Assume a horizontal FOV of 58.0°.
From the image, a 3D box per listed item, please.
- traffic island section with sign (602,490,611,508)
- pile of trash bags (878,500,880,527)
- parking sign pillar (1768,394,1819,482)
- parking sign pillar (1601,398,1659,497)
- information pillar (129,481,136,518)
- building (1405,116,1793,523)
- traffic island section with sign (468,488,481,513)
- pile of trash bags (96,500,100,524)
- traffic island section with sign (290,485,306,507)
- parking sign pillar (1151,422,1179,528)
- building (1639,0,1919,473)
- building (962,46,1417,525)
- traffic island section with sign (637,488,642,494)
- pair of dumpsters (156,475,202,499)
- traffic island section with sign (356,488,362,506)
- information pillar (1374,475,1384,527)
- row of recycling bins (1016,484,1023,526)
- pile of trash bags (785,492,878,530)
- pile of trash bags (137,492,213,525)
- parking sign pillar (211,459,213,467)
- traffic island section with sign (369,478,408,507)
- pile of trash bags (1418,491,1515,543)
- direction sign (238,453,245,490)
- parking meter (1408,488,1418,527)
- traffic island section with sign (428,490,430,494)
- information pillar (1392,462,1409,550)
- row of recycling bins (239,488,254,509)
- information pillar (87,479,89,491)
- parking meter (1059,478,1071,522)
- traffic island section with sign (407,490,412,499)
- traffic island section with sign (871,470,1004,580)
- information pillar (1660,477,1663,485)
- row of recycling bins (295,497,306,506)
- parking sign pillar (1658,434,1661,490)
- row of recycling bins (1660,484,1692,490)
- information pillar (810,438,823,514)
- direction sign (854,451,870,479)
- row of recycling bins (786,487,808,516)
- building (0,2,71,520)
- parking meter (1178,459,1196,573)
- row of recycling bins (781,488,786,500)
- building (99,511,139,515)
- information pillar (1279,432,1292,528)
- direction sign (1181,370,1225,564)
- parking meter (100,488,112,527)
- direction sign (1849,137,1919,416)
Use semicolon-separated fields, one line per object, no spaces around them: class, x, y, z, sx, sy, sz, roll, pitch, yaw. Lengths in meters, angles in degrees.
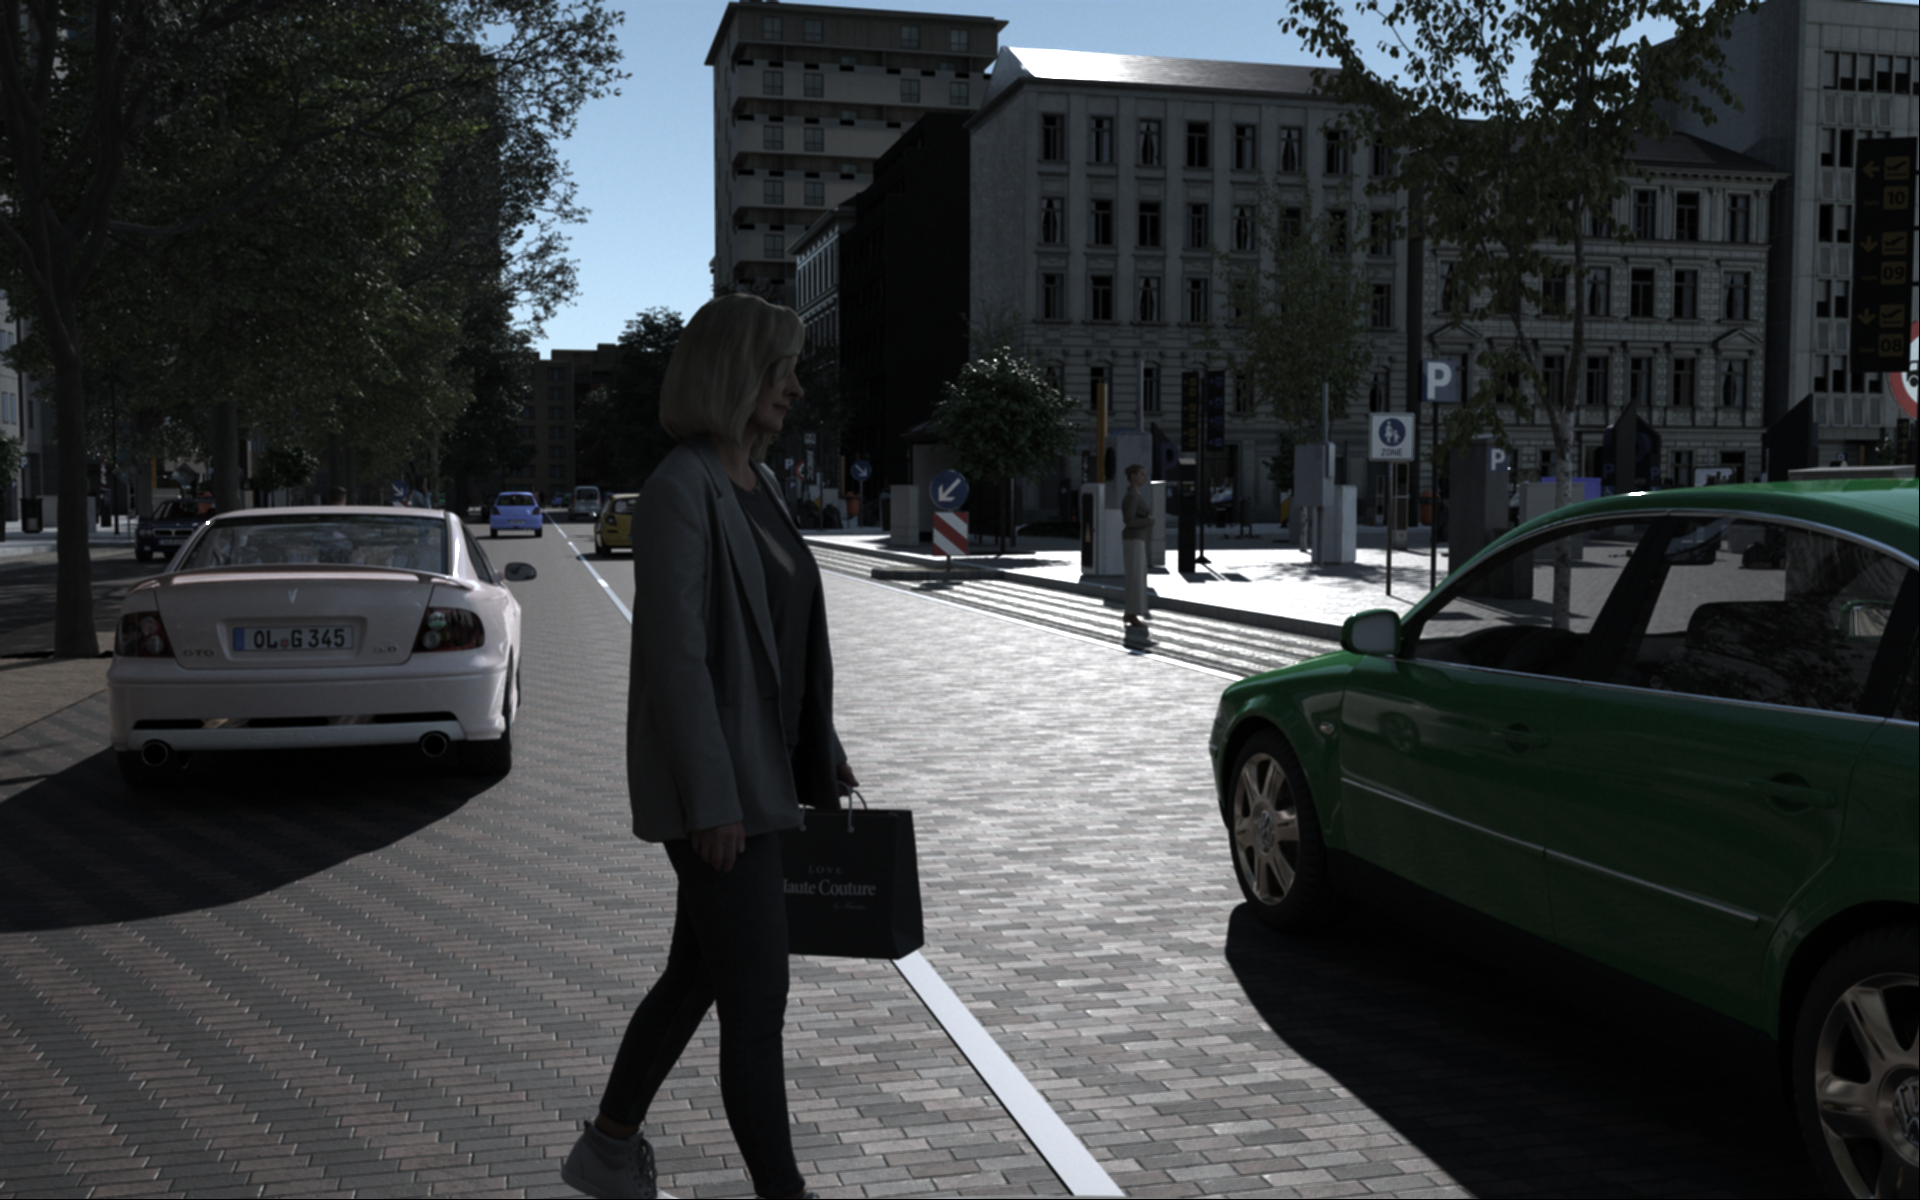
traffic island section with sign;-32.249;-9.123;157.796;1.989;1.847;2.006;-1;4;-14
pile of trash bags;-2.322;-3.624;69.007;3.447;1.369;1.912;-1;4;-13
parking sign pillar;22.673;-3.589;47.144;1.447;3.967;1.447;-1;4;-23
parking sign pillar;18.362;-3.659;48.296;1.447;3.967;1.447;3;5;44
information pillar;-43.961;-5.348;91.925;0.304;2.012;0.304;-2;4;-34
building;28.247;-13.420;84.050;19.286;19.102;10.561;-1;4;-14
traffic island section with sign;-36.247;-7.395;129.041;2.006;1.907;1.989;-1;4;-14
pile of trash bags;-38.059;-3.958;74.460;1.912;1.369;3.447;-2;4;-27
traffic island section with sign;-30.258;-4.318;79.227;1.989;1.847;2.006;-1;4;-14
parking sign pillar;7.746;-4.700;65.319;1.447;3.967;1.447;3;5;44
building;47.268;-16.602;89.460;19.932;24.808;12.078;-1;4;-14
building;10.140;-14.059;79.008;18.267;20.994;9.793;-1;4;-14
traffic island section with sign;-20.175;-6.143;109.073;1.989;1.847;2.006;-1;4;-14
pair of dumpsters;-34.210;-4.462;75.442;1.574;2.255;4.437;-1;4;-14
traffic island section with sign;-36.847;-5.944;105.815;1.989;1.847;2.006;-1;4;-14
information pillar;16.454;-3.883;67.977;0.304;2.012;0.304;0;4;1
row of recycling bins;1.177;-3.879;70.536;3.534;1.692;1.069;3;5;45
pile of trash bags;-5.042;-3.315;63.956;3.447;1.369;1.912;-3;5;-44
pile of trash bags;-30.823;-3.590;68.452;3.447;1.369;1.912;2;4;26
parking sign pillar;-52.872;-8.288;123.983;1.447;3.967;1.447;2;4;27
traffic island section with sign;-18.157;-2.934;56.104;2.006;1.907;1.989;-1;4;-14
pile of trash bags;13.436;-2.242;46.408;3.447;1.369;1.912;-3;5;-40
direction sign;-39.294;-6.285;94.763;0.379;3.537;0.876;-3;5;-42
parking meter;17.668;-3.615;67.518;0.372;1.533;0.369;0;3;0
traffic island section with sign;-55.296;-10.494;180.210;1.989;1.847;2.006;-1;4;-14
information pillar;10.109;-2.158;39.770;0.304;2.012;0.304;0;4;1
row of recycling bins;-48.510;-6.561;114.383;3.534;1.692;1.069;-1;4;-12
information pillar;-43.670;-5.017;86.514;0.304;2.012;0.304;-3;4;-37
parking meter;3.815;-3.507;63.056;0.399;1.863;0.255;2;4;24
traffic island section with sign;-48.800;-8.894;154.046;1.989;1.847;2.006;-1;4;-14
traffic island section with sign;-0.460;-1.278;29.517;1.989;1.847;2.006;-1;4;-14
information pillar;30.177;-4.312;74.999;0.304;2.012;0.304;-2;4;-32
row of recycling bins;-46.879;-7.043;122.266;1.069;1.692;3.534;-1;4;-15
parking sign pillar;21.453;-4.045;54.615;1.447;3.967;1.447;-1;4;-20
row of recycling bins;29.037;-3.891;70.731;1.069;1.692;3.534;-1;4;-23
information pillar;-5.526;-4.598;66.534;0.504;3.616;0.183;0;4;-5
direction sign;-5.218;-6.117;92.006;0.876;3.537;0.379;-2;4;-25
row of recycling bins;-8.937;-5.940;104.225;1.069;1.692;3.534;2;4;27
building;-56.667;-32.938;80.539;21.231;58.520;28.212;-1;4;-14
parking meter;3.718;-1.386;28.365;0.255;1.863;0.399;0;4;1
row of recycling bins;-12.630;-7.009;121.702;1.069;1.692;3.534;1;4;9
building;-57.436;-28.176;110.782;14.600;45.320;14.200;-1;4;-14
information pillar;12.340;-4.528;65.382;0.504;3.616;0.183;1;4;16
direction sign;4.477;-2.446;31.982;0.876;3.537;0.379;3;4;36
parking meter;-33.320;-3.617;67.547;0.372;1.533;0.369;0;3;0
direction sign;6.151;-1.166;11.062;0.876;3.537;0.379;1;4;12
